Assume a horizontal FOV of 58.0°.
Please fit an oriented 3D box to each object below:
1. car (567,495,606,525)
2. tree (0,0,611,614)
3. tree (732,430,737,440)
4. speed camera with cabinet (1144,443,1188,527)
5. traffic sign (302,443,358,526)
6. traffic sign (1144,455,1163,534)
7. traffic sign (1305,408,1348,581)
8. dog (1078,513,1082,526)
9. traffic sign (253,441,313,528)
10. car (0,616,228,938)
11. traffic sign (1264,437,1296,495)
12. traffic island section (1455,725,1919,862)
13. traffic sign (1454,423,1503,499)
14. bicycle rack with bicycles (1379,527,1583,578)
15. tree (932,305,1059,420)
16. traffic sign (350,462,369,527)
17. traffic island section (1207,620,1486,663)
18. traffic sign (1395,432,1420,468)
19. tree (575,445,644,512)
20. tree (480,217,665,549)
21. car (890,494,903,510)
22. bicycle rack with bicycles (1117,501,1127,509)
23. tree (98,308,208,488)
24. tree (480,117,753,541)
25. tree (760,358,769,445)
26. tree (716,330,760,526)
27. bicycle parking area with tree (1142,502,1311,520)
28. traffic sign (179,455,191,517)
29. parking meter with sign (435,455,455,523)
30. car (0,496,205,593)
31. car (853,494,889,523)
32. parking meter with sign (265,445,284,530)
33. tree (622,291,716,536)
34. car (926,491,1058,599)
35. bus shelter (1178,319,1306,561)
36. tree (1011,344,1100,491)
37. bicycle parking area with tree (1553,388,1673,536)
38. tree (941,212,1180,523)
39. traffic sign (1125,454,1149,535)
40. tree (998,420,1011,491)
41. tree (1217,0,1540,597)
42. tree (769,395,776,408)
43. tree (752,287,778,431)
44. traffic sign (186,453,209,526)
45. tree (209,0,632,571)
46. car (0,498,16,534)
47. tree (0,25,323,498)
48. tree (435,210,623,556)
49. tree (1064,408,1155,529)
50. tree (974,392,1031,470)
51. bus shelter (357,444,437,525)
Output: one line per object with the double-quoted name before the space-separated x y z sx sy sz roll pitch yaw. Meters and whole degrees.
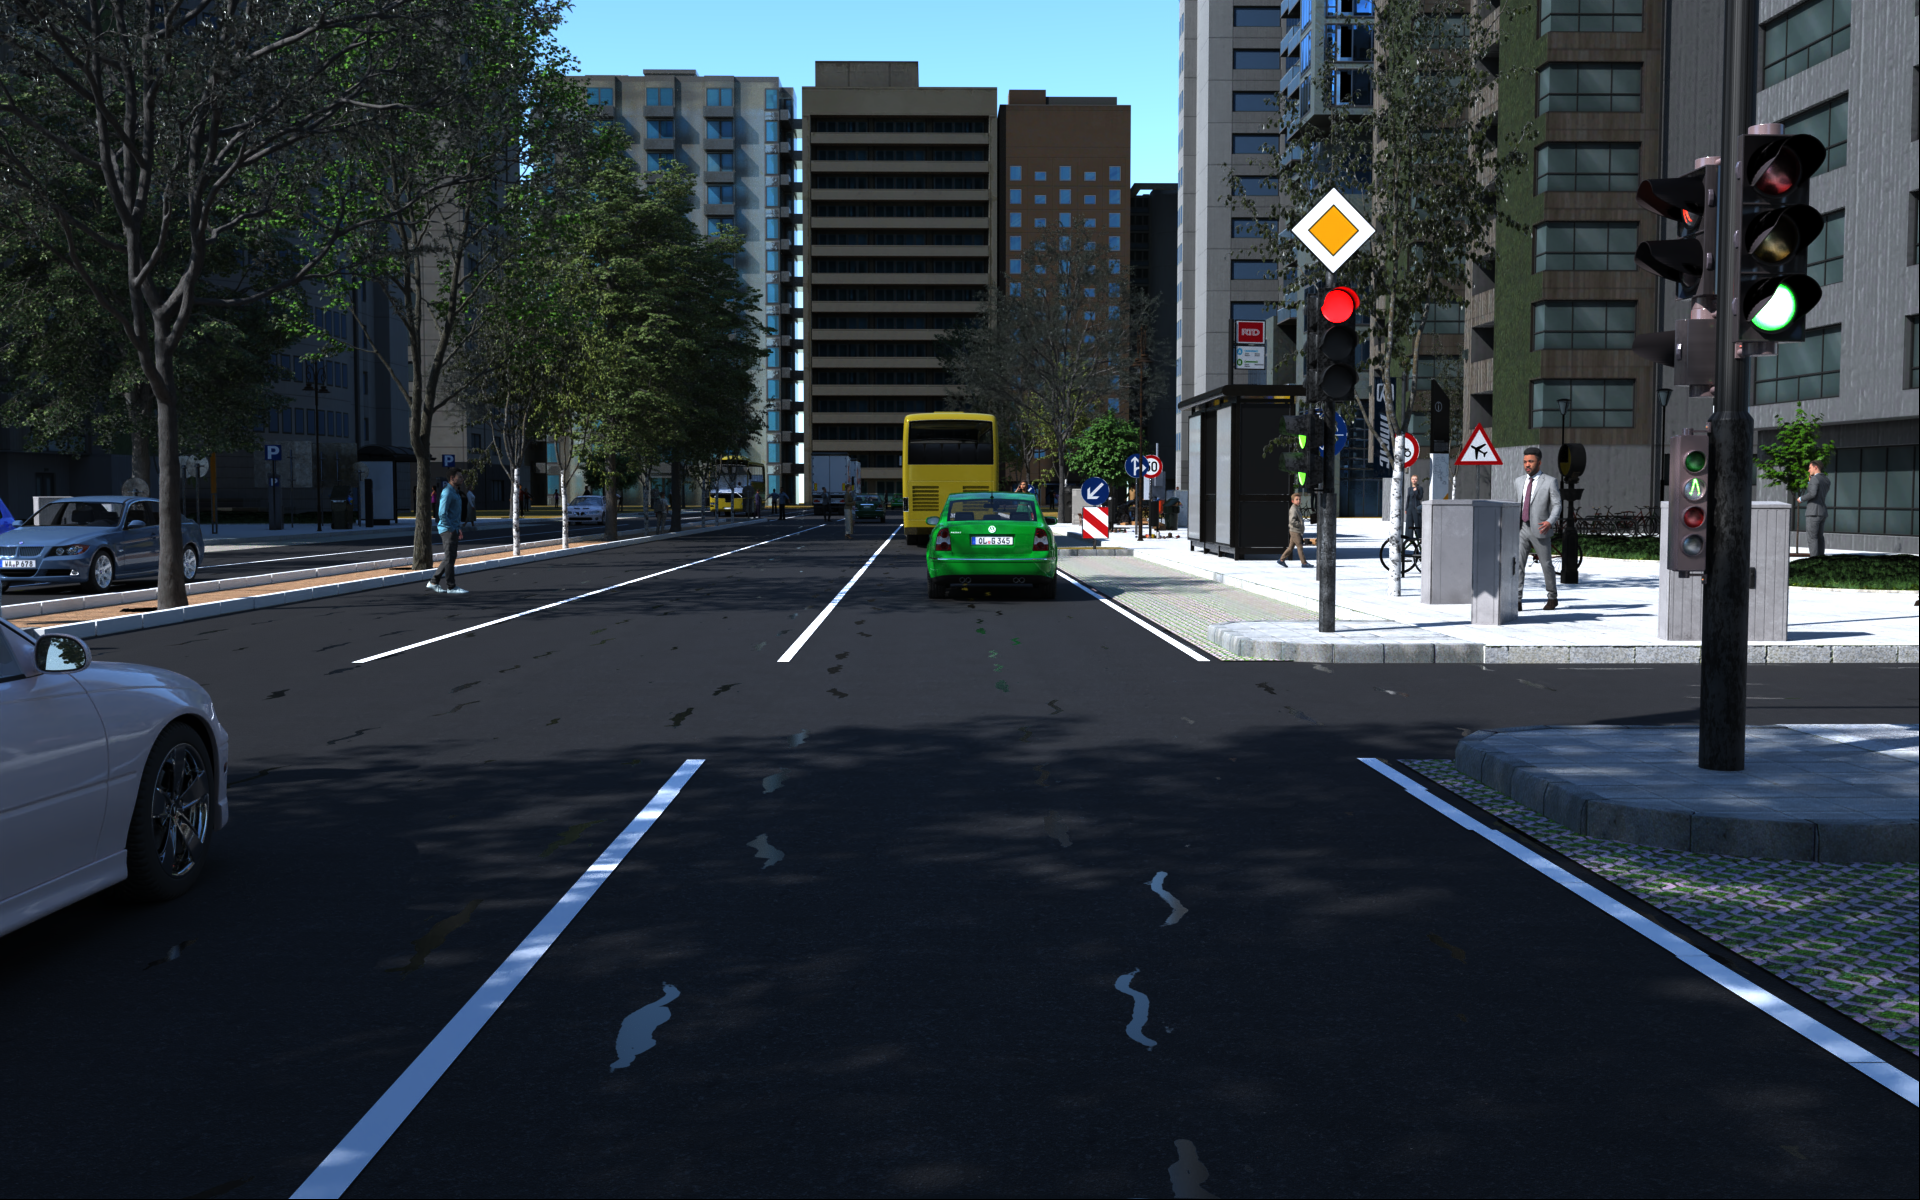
"car" -17.393 -4.219 81.338 2.083 1.381 4.827 0 4 -2
"tree" -9.532 -6.585 20.495 12.009 13.543 11.850 0 3 0
"tree" -24.748 -14.950 154.801 12.009 13.543 11.850 0 3 0
"speed camera with cabinet" 8.179 -4.489 67.728 2.038 3.252 0.660 -2 4 -27
"traffic sign" -25.111 -4.595 68.995 2.265 3.308 0.079 0 4 3
"traffic sign" 6.177 -3.425 56.105 0.768 2.556 0.104 0 4 7
"traffic sign" 5.320 -1.559 25.589 0.768 2.556 0.104 0 4 -1
"dog" 5.024 -3.249 69.950 0.406 0.507 0.540 1 4 23
"traffic sign" -25.770 -4.408 65.939 2.265 3.308 0.079 0 4 3
"car" -3.647 0.471 4.661 2.083 1.381 4.827 0 4 -1
"traffic sign" 7.985 -3.258 47.141 2.265 3.308 0.079 0 4 4
"traffic island section" 3.581 0.865 8.136 2.009 0.180 2.903 0 4 -1
"traffic sign" 9.468 -1.938 31.687 0.884 2.594 0.081 0 4 1
"bicycle rack with bicycles" 7.953 -0.836 27.055 2.925 0.926 2.852 2 4 33
"tree" 4.042 -19.053 167.413 12.611 20.169 13.585 0 3 0
"traffic sign" -23.623 -4.160 68.120 0.768 2.556 0.104 0 4 1
"traffic island section" 3.436 0.377 16.120 2.009 0.180 2.903 0 4 -1
"traffic sign" 8.917 -2.143 35.150 0.768 2.556 0.104 0 4 2
"tree" -24.266 -8.578 123.967 4.285 4.588 4.351 0 3 0
"tree" -10.257 -5.622 44.738 4.737 8.622 4.395 0 3 0
"car" -5.360 -9.078 157.226 1.959 1.807 4.718 0 4 -1
"bicycle rack with bicycles" 7.357 -4.680 89.907 2.852 0.926 2.925 0 4 -1
"tree" -29.892 -6.990 64.648 4.737 8.622 4.395 0 3 0
"tree" -10.712 -8.076 52.634 7.486 12.596 7.792 0 3 0
"tree" -10.742 -7.557 76.369 4.360 8.622 3.978 0 3 0
"tree" -10.617 -7.259 71.497 4.360 8.622 3.978 0 3 0
"bicycle parking area with tree" 13.213 -6.129 87.218 9.016 4.147 8.231 0 4 8
"traffic sign" -25.458 -3.469 56.824 0.768 2.556 0.104 0 4 2
"parking meter with sign" -22.987 -4.943 77.080 0.543 3.016 1.738 -2 4 -33
"car" -13.268 -0.893 26.608 2.014 1.417 4.499 0 4 1
"car" -4.659 -4.610 87.169 2.131 1.459 4.920 0 4 -3
"parking meter with sign" -24.555 -4.029 62.141 0.543 3.016 1.738 -1 4 -18
"tree" -10.656 -6.480 58.768 4.360 8.622 3.978 0 3 0
"car" 0.460 -0.997 25.097 1.959 1.807 4.718 0 4 1
"bus shelter" 6.015 -3.660 37.470 2.179 5.291 8.768 0 4 -1
"tree" 5.125 -8.259 85.389 4.737 8.622 4.395 0 3 0
"bicycle parking area with tree" 18.837 -3.838 49.759 9.016 4.147 8.231 0 4 3
"tree" 4.502 -10.128 75.958 12.009 13.543 11.850 0 3 0
"traffic sign" 5.576 -3.338 54.683 0.768 2.556 0.104 0 4 0
"tree" 4.057 -10.560 123.022 4.737 8.622 4.395 0 3 0
"tree" 5.428 -4.365 21.723 4.360 8.622 3.978 0 3 0
"tree" -10.660 -7.839 80.988 4.360 8.622 3.978 0 3 0
"tree" -10.723 -8.816 64.725 7.486 12.596 7.792 0 3 0
"traffic sign" -23.753 -3.294 53.959 0.768 2.556 0.104 1 4 8
"tree" -10.000 -6.356 32.130 9.928 11.665 9.643 0 3 0
"car" -16.159 -1.058 26.891 1.945 1.707 3.694 0 4 1
"tree" -22.661 -8.638 47.888 9.857 13.997 8.962 0 3 0
"tree" -10.289 -5.338 40.097 4.360 8.622 3.978 0 3 0
"tree" 5.684 -4.932 64.356 4.285 4.588 4.351 0 3 0
"tree" 2.750 -13.293 151.748 7.601 10.594 8.767 0 4 1
"bus shelter" -23.949 -4.859 73.373 2.014 3.302 5.546 0 4 -1
